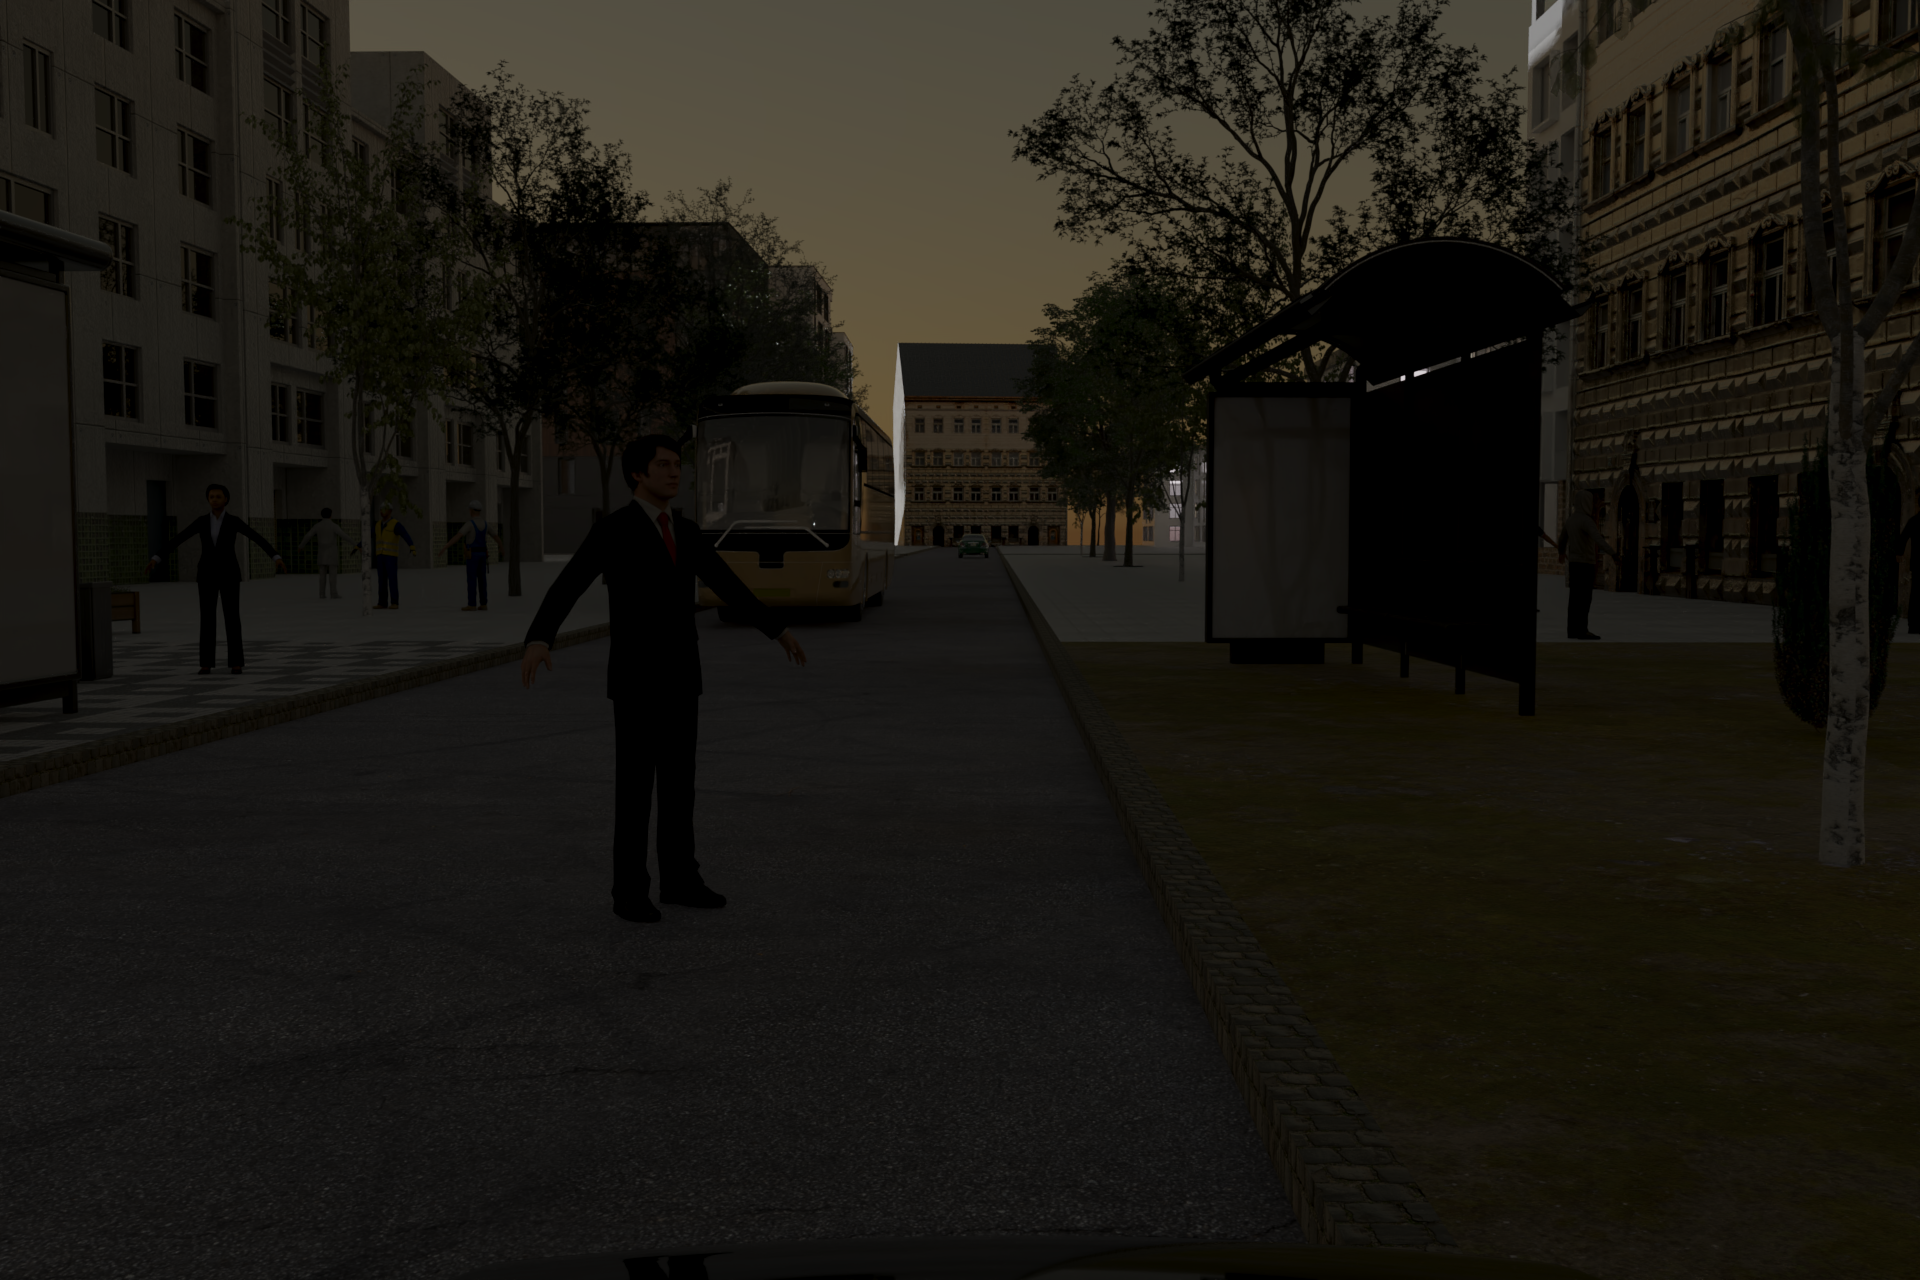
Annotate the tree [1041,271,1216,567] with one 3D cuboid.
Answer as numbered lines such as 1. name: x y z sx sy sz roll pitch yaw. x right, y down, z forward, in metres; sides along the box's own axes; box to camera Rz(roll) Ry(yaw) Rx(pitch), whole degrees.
1. tree: 6.663 -8.639 67.001 9.928 11.665 9.643 0 3 0

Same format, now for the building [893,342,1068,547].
1. building: 1.955 -22.325 198.397 18.063 23.208 19.493 0 4 -6

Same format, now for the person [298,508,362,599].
1. person: -12.580 -1.732 34.501 1.347 1.806 0.705 0 4 7

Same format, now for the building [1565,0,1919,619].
1. building: 23.629 -12.271 31.565 19.493 23.208 18.063 0 4 1

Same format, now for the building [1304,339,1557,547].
1. building: 21.604 -8.033 73.482 9.099 9.664 28.070 0 4 1

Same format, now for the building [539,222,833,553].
1. building: -25.125 -17.506 130.195 27.936 21.610 32.646 0 4 2

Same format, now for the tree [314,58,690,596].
1. tree: -9.277 -6.157 35.082 8.767 10.594 7.601 1 4 11

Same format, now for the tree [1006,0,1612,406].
1. tree: 5.162 -5.483 24.055 8.767 10.594 7.601 -1 4 -20

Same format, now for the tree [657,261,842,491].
1. tree: -8.748 -9.434 72.378 7.486 12.596 7.792 0 3 0

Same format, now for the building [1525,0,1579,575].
1. building: 23.589 -12.149 55.056 16.016 20.090 11.380 0 4 1

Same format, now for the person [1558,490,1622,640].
1. person: 7.614 -0.918 21.132 0.705 1.813 1.348 -1 4 -10

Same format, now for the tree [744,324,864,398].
1. tree: -8.201 -9.808 86.110 9.928 11.665 9.643 0 3 0

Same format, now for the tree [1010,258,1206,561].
1. tree: 7.141 -10.722 81.957 9.857 13.997 8.962 0 3 0

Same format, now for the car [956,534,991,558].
1. car: 0.821 -5.637 103.968 2.131 1.459 4.920 0 4 1

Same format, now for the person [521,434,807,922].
1. person: -1.133 0.128 6.557 0.705 1.806 1.347 3 5 40

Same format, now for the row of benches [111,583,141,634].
1. row of benches: -11.296 -0.311 20.547 1.422 0.672 4.104 1 4 14

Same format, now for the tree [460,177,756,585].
1. tree: -8.813 -6.703 44.014 8.767 10.594 7.601 1 4 22

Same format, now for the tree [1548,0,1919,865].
1. tree: 3.639 -3.443 6.660 4.360 8.622 3.978 0 3 0

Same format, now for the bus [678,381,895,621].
1. bus: -2.746 -2.454 31.668 2.896 3.916 12.252 0 4 1

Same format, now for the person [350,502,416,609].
1. person: -9.802 -1.444 29.579 1.349 1.833 0.705 1 4 21

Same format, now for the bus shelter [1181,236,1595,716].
1. bus shelter: 3.253 -1.263 14.567 2.014 3.302 5.546 0 4 -1

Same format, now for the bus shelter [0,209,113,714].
1. bus shelter: -7.277 -1.860 8.041 2.179 5.291 8.768 0 4 2

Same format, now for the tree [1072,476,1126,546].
1. tree: 15.562 -15.678 190.743 7.601 10.594 8.767 0 4 5

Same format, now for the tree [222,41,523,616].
1. tree: -9.071 -4.687 26.998 4.737 8.622 4.395 0 3 0

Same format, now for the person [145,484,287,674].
1. person: -6.772 -0.555 15.791 1.216 1.740 0.721 -1 4 -11

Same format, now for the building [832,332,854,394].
1. building: -25.624 -20.135 173.175 27.936 21.610 32.646 0 4 0

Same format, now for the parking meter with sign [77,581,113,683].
1. parking meter with sign: -7.761 -1.117 14.524 0.543 3.016 1.738 0 4 0

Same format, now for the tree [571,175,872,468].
1. tree: -8.565 -9.162 60.168 12.009 13.543 11.850 0 3 0

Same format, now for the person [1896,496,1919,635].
1. person: 12.354 -0.974 22.142 0.704 1.802 1.346 0 4 -5

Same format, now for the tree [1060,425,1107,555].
1. tree: 7.075 -9.368 103.536 4.360 8.622 3.978 0 3 0

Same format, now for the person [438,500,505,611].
1. person: -8.123 -1.416 29.014 0.705 1.847 1.347 3 4 36

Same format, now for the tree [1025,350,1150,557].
1. tree: 7.324 -10.351 94.993 9.928 11.665 9.643 0 3 0

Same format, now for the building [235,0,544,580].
1. building: -27.956 -12.082 63.992 16.747 18.905 31.486 0 4 1

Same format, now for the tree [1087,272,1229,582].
1. tree: 5.862 -5.900 46.831 4.737 8.622 4.395 0 3 0

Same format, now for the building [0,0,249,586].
1. building: -27.993 -10.048 30.739 16.747 18.905 31.486 0 4 2

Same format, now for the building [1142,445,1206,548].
1. building: 23.427 -13.880 169.079 9.099 9.664 28.070 0 4 1

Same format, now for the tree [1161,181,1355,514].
1. tree: 6.134 -5.316 37.273 4.737 8.622 4.395 0 3 0

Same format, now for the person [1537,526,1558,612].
1. person: 9.278 -1.360 28.382 1.345 1.843 0.704 -1 4 -16
